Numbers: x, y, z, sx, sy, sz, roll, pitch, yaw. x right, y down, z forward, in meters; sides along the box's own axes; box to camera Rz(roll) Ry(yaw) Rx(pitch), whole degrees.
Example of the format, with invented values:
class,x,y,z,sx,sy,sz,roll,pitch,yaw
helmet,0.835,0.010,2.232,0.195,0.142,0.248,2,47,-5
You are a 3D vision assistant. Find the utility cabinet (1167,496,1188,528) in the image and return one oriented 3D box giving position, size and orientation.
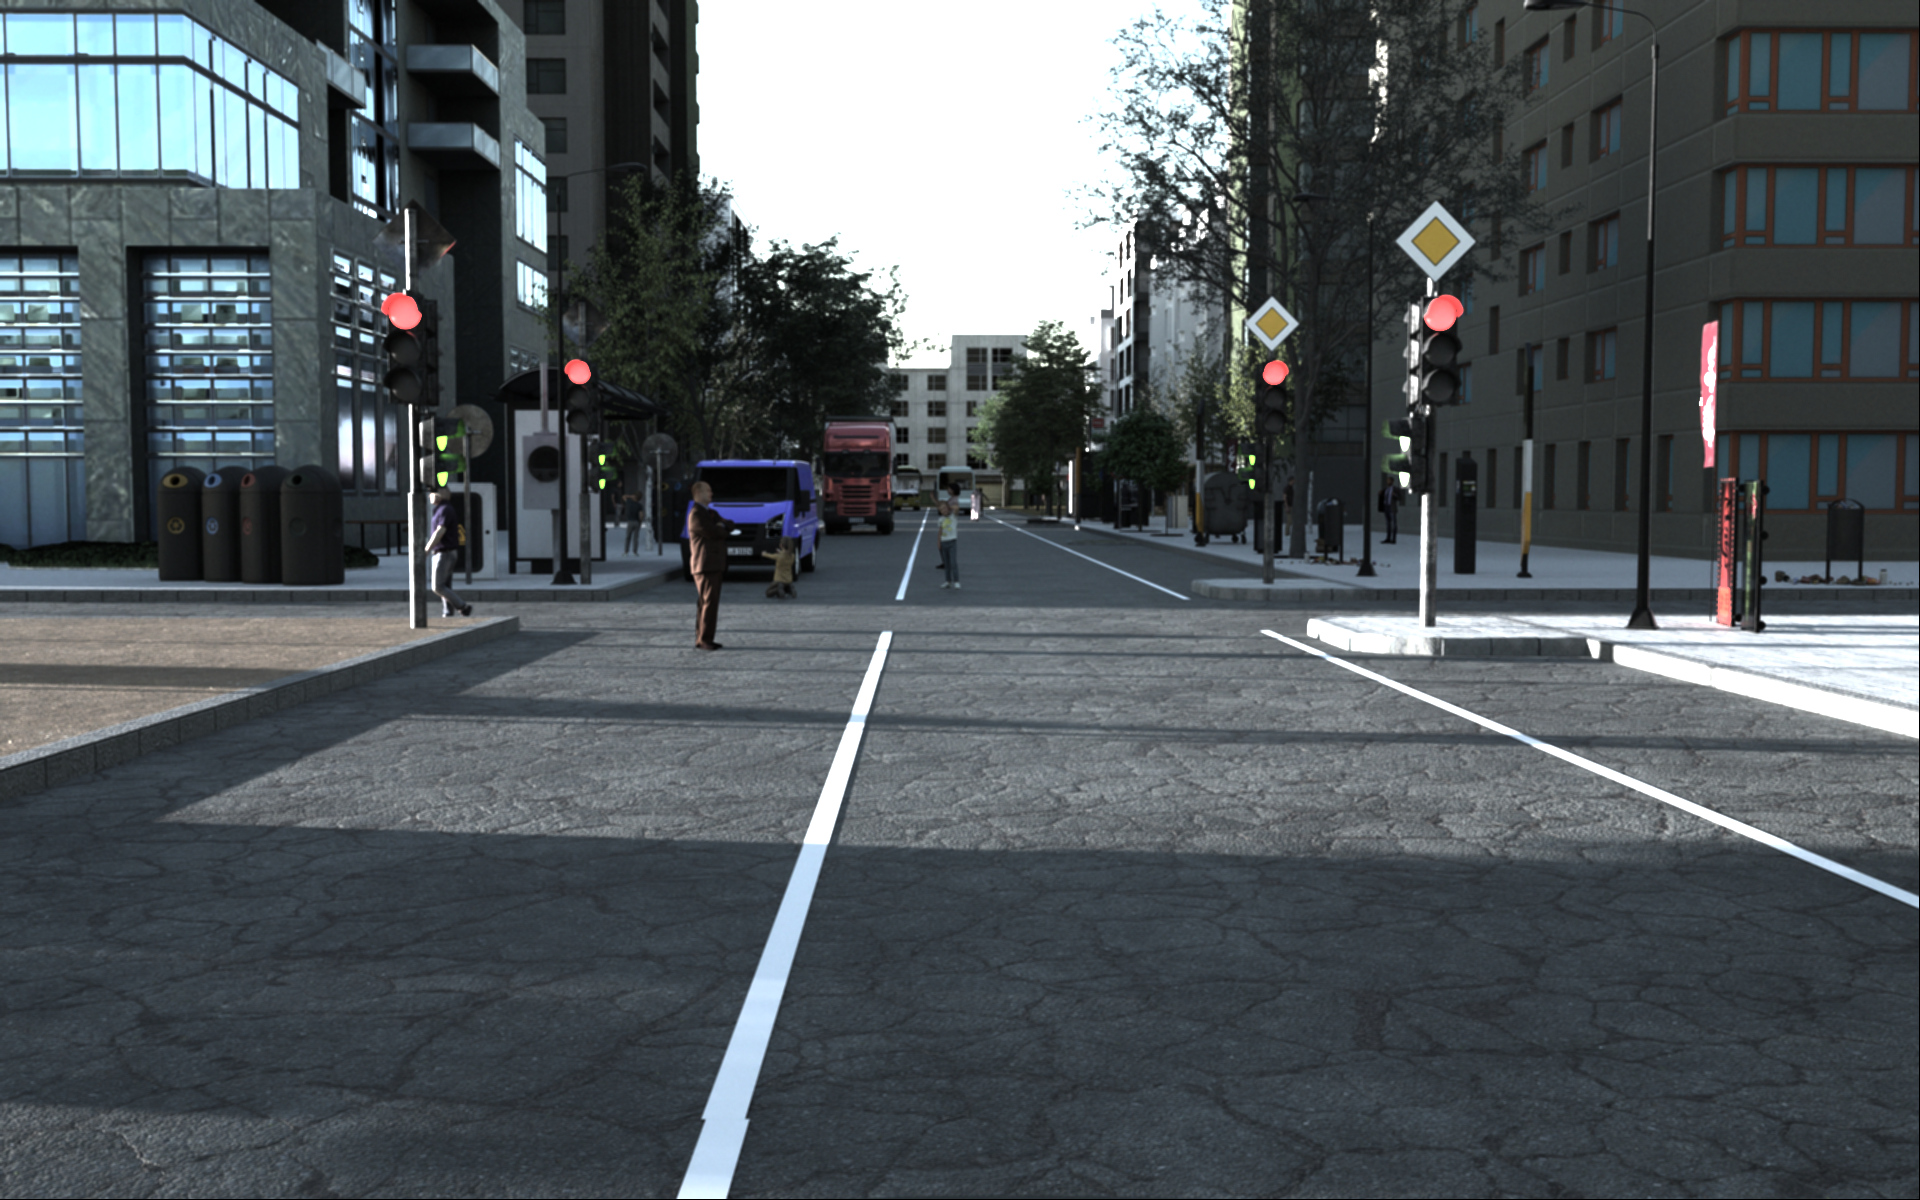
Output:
class,x,y,z,sx,sy,sz,roll,pitch,yaw
utility cabinet,8.224,-3.325,65.533,0.306,1.237,1.020,3,5,42

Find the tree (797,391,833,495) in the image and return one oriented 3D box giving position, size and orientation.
class,x,y,z,sx,sy,sz,roll,pitch,yaw
tree,-7.693,-8.736,93.200,4.360,8.622,3.978,0,3,0

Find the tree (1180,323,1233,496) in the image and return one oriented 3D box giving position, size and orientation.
class,x,y,z,sx,sy,sz,roll,pitch,yaw
tree,11.743,-7.449,72.149,4.360,8.622,3.978,0,3,0

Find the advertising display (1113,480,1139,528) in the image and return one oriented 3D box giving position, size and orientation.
class,x,y,z,sx,sy,sz,roll,pitch,yaw
advertising display,6.320,-3.712,65.900,0.974,1.923,0.123,1,4,10

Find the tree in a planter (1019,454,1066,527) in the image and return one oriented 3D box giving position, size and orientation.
class,x,y,z,sx,sy,sz,roll,pitch,yaw
tree in a planter,3.638,-4.848,76.490,1.991,3.239,1.994,0,4,-1

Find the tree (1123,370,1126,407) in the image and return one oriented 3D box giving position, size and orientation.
class,x,y,z,sx,sy,sz,roll,pitch,yaw
tree,10.759,-8.853,95.112,4.360,8.622,3.978,0,3,0

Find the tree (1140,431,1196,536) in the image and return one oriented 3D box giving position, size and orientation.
class,x,y,z,sx,sy,sz,roll,pitch,yaw
tree,6.297,-3.578,53.108,1.663,3.219,1.824,0,3,0

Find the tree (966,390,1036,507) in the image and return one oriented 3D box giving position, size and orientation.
class,x,y,z,sx,sy,sz,roll,pitch,yaw
tree,4.492,-14.913,169.586,9.928,11.665,9.643,0,3,0

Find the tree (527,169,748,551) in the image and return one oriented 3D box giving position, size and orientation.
class,x,y,z,sx,sy,sz,roll,pitch,yaw
tree,-7.226,-5.422,39.006,4.737,8.622,4.395,0,3,0

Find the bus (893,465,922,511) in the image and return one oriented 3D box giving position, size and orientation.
class,x,y,z,sx,sy,sz,roll,pitch,yaw
bus,-4.707,-9.838,152.391,2.896,3.916,12.252,0,4,-1

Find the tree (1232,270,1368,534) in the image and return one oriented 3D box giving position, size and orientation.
class,x,y,z,sx,sy,sz,roll,pitch,yaw
tree,11.295,-6.463,56.028,4.360,8.622,3.978,0,3,0

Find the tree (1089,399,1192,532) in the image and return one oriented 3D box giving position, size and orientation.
class,x,y,z,sx,sy,sz,roll,pitch,yaw
tree,6.189,-4.581,58.614,4.285,4.588,4.351,0,3,0

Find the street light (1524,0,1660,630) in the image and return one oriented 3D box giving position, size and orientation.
class,x,y,z,sx,sy,sz,roll,pitch,yaw
street light,5.955,-2.677,16.310,1.470,5.913,1.316,0,4,-1

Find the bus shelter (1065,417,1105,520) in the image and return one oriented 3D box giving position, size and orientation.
class,x,y,z,sx,sy,sz,roll,pitch,yaw
bus shelter,6.543,-6.767,88.270,2.179,5.291,8.768,0,4,-1

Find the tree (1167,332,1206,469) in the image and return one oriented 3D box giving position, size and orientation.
class,x,y,z,sx,sy,sz,roll,pitch,yaw
tree,11.288,-7.810,78.049,4.737,8.622,4.395,0,3,0

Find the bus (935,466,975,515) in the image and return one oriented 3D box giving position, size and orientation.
class,x,y,z,sx,sy,sz,roll,pitch,yaw
bus,-0.307,-7.816,122.654,2.948,3.499,13.247,0,4,0

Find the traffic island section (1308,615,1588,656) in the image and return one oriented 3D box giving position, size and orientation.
class,x,y,z,sx,sy,sz,roll,pitch,yaw
traffic island section,4.559,0.335,16.807,2.009,0.180,2.903,0,4,-1

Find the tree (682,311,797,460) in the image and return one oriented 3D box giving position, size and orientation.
class,x,y,z,sx,sy,sz,roll,pitch,yaw
tree,-9.452,-7.358,70.658,4.360,8.622,3.978,0,3,0

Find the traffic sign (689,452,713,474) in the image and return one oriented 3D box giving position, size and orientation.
class,x,y,z,sx,sy,sz,roll,pitch,yaw
traffic sign,-7.831,-3.201,52.435,0.768,2.556,0.104,0,4,8

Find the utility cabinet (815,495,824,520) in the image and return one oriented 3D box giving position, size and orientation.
class,x,y,z,sx,sy,sz,roll,pitch,yaw
utility cabinet,-7.367,-4.644,87.097,1.020,1.237,0.306,-2,4,-27

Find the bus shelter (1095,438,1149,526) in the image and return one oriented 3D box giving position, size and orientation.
class,x,y,z,sx,sy,sz,roll,pitch,yaw
bus shelter,6.752,-4.954,72.281,1.731,3.624,6.357,0,4,-1

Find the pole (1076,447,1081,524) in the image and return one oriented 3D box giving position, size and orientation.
class,x,y,z,sx,sy,sz,roll,pitch,yaw
pole,5.142,-4.979,75.251,0.158,3.312,0.155,0,3,0

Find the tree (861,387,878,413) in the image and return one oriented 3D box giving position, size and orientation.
class,x,y,z,sx,sy,sz,roll,pitch,yaw
tree,-7.256,-9.817,110.876,4.360,8.622,3.978,0,3,0

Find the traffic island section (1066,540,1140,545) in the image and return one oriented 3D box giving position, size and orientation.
class,x,y,z,sx,sy,sz,roll,pitch,yaw
traffic island section,4.053,-1.626,49.453,1.991,0.108,1.994,0,4,-1

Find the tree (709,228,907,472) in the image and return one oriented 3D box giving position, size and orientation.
class,x,y,z,sx,sy,sz,roll,pitch,yaw
tree,-7.410,-10.754,82.487,9.857,13.997,8.962,0,3,0

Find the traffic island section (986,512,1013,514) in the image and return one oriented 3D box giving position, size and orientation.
class,x,y,z,sx,sy,sz,roll,pitch,yaw
traffic island section,2.862,-6.362,126.890,1.991,0.108,1.994,0,4,-1

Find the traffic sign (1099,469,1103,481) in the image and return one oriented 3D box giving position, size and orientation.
class,x,y,z,sx,sy,sz,roll,pitch,yaw
traffic sign,6.508,-4.679,76.611,0.768,2.556,0.104,0,4,2

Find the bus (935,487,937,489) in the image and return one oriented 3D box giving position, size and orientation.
class,x,y,z,sx,sy,sz,roll,pitch,yaw
bus,-0.758,-9.806,155.188,2.948,3.499,13.247,0,4,-1

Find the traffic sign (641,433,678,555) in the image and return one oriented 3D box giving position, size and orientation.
class,x,y,z,sx,sy,sz,roll,pitch,yaw
traffic sign,-6.266,-2.204,36.138,0.768,2.556,0.104,0,4,2

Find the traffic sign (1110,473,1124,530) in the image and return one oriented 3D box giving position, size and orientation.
class,x,y,z,sx,sy,sz,roll,pitch,yaw
traffic sign,5.774,-3.820,62.566,0.768,2.556,0.104,0,4,3

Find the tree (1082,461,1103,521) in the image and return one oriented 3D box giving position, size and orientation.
class,x,y,z,sx,sy,sz,roll,pitch,yaw
tree,6.498,-5.327,81.706,1.663,3.219,1.824,0,3,0

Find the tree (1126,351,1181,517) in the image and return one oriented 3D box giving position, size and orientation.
class,x,y,z,sx,sy,sz,roll,pitch,yaw
tree,10.986,-8.350,86.892,4.360,8.622,3.978,0,3,0

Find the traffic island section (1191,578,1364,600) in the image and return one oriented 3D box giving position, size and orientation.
class,x,y,z,sx,sy,sz,roll,pitch,yaw
traffic island section,4.437,-0.154,24.791,2.009,0.180,2.903,0,4,-1

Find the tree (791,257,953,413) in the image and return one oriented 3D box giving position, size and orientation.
class,x,y,z,sx,sy,sz,roll,pitch,yaw
tree,-7.441,-17.237,137.715,12.611,20.169,13.585,0,3,0

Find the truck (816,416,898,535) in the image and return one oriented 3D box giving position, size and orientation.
class,x,y,z,sx,sy,sz,roll,pitch,yaw
truck,-3.673,-4.623,64.507,2.839,4.237,11.283,0,4,-1

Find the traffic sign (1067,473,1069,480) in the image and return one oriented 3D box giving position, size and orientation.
class,x,y,z,sx,sy,sz,roll,pitch,yaw
traffic sign,6.186,-5.740,93.950,0.768,2.556,0.104,0,4,6

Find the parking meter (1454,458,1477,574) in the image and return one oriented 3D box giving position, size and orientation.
class,x,y,z,sx,sy,sz,roll,pitch,yaw
parking meter,8.128,-1.353,27.837,0.255,1.863,0.399,0,4,1

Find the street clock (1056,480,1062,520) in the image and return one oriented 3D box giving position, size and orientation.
class,x,y,z,sx,sy,sz,roll,pitch,yaw
street clock,4.996,-5.051,87.154,0.358,2.002,0.471,1,4,12

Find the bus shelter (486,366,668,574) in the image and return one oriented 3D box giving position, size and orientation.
class,x,y,z,sx,sy,sz,roll,pitch,yaw
bus shelter,-6.504,-2.217,30.170,2.014,3.302,5.546,0,4,-1

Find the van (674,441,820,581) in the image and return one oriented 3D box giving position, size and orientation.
class,x,y,z,sx,sy,sz,roll,pitch,yaw
van,-3.601,-1.580,30.217,2.240,2.365,5.245,0,4,0

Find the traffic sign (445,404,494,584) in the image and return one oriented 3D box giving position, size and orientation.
class,x,y,z,sx,sy,sz,roll,pitch,yaw
traffic sign,-6.985,-1.495,24.550,0.768,2.556,0.104,0,4,6

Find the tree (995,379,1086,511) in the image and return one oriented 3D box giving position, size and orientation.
class,x,y,z,sx,sy,sz,roll,pitch,yaw
tree,6.293,-12.136,132.830,7.601,10.594,8.767,-1,4,-21

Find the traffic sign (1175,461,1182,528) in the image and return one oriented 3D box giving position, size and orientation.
class,x,y,z,sx,sy,sz,roll,pitch,yaw
traffic sign,8.077,-3.944,64.587,0.768,2.556,0.104,1,4,8

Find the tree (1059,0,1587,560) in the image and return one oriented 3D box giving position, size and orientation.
class,x,y,z,sx,sy,sz,roll,pitch,yaw
tree,6.811,-7.562,34.001,12.009,13.543,11.850,0,3,0

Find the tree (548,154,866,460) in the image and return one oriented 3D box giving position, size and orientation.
class,x,y,z,sx,sy,sz,roll,pitch,yaw
tree,-6.774,-6.900,47.232,8.767,10.594,7.601,-1,4,-18

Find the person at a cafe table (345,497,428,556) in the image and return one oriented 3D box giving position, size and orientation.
class,x,y,z,sx,sy,sz,roll,pitch,yaw
person at a cafe table,-11.562,-1.548,36.175,1.726,1.238,1.698,2,4,26

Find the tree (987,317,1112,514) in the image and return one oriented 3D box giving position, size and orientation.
class,x,y,z,sx,sy,sz,roll,pitch,yaw
tree,6.128,-11.813,111.274,7.486,12.596,7.792,0,3,0

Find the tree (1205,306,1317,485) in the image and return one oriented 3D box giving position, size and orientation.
class,x,y,z,sx,sy,sz,roll,pitch,yaw
tree,11.846,-7.117,66.730,4.737,8.622,4.395,0,3,0

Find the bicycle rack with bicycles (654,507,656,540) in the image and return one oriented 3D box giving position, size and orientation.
class,x,y,z,sx,sy,sz,roll,pitch,yaw
bicycle rack with bicycles,-7.717,-2.218,49.643,2.852,0.926,2.925,-1,4,-10

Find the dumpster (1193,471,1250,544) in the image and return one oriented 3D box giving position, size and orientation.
class,x,y,z,sx,sy,sz,roll,pitch,yaw
dumpster,6.783,-2.395,44.913,1.264,1.857,1.865,0,4,-1
